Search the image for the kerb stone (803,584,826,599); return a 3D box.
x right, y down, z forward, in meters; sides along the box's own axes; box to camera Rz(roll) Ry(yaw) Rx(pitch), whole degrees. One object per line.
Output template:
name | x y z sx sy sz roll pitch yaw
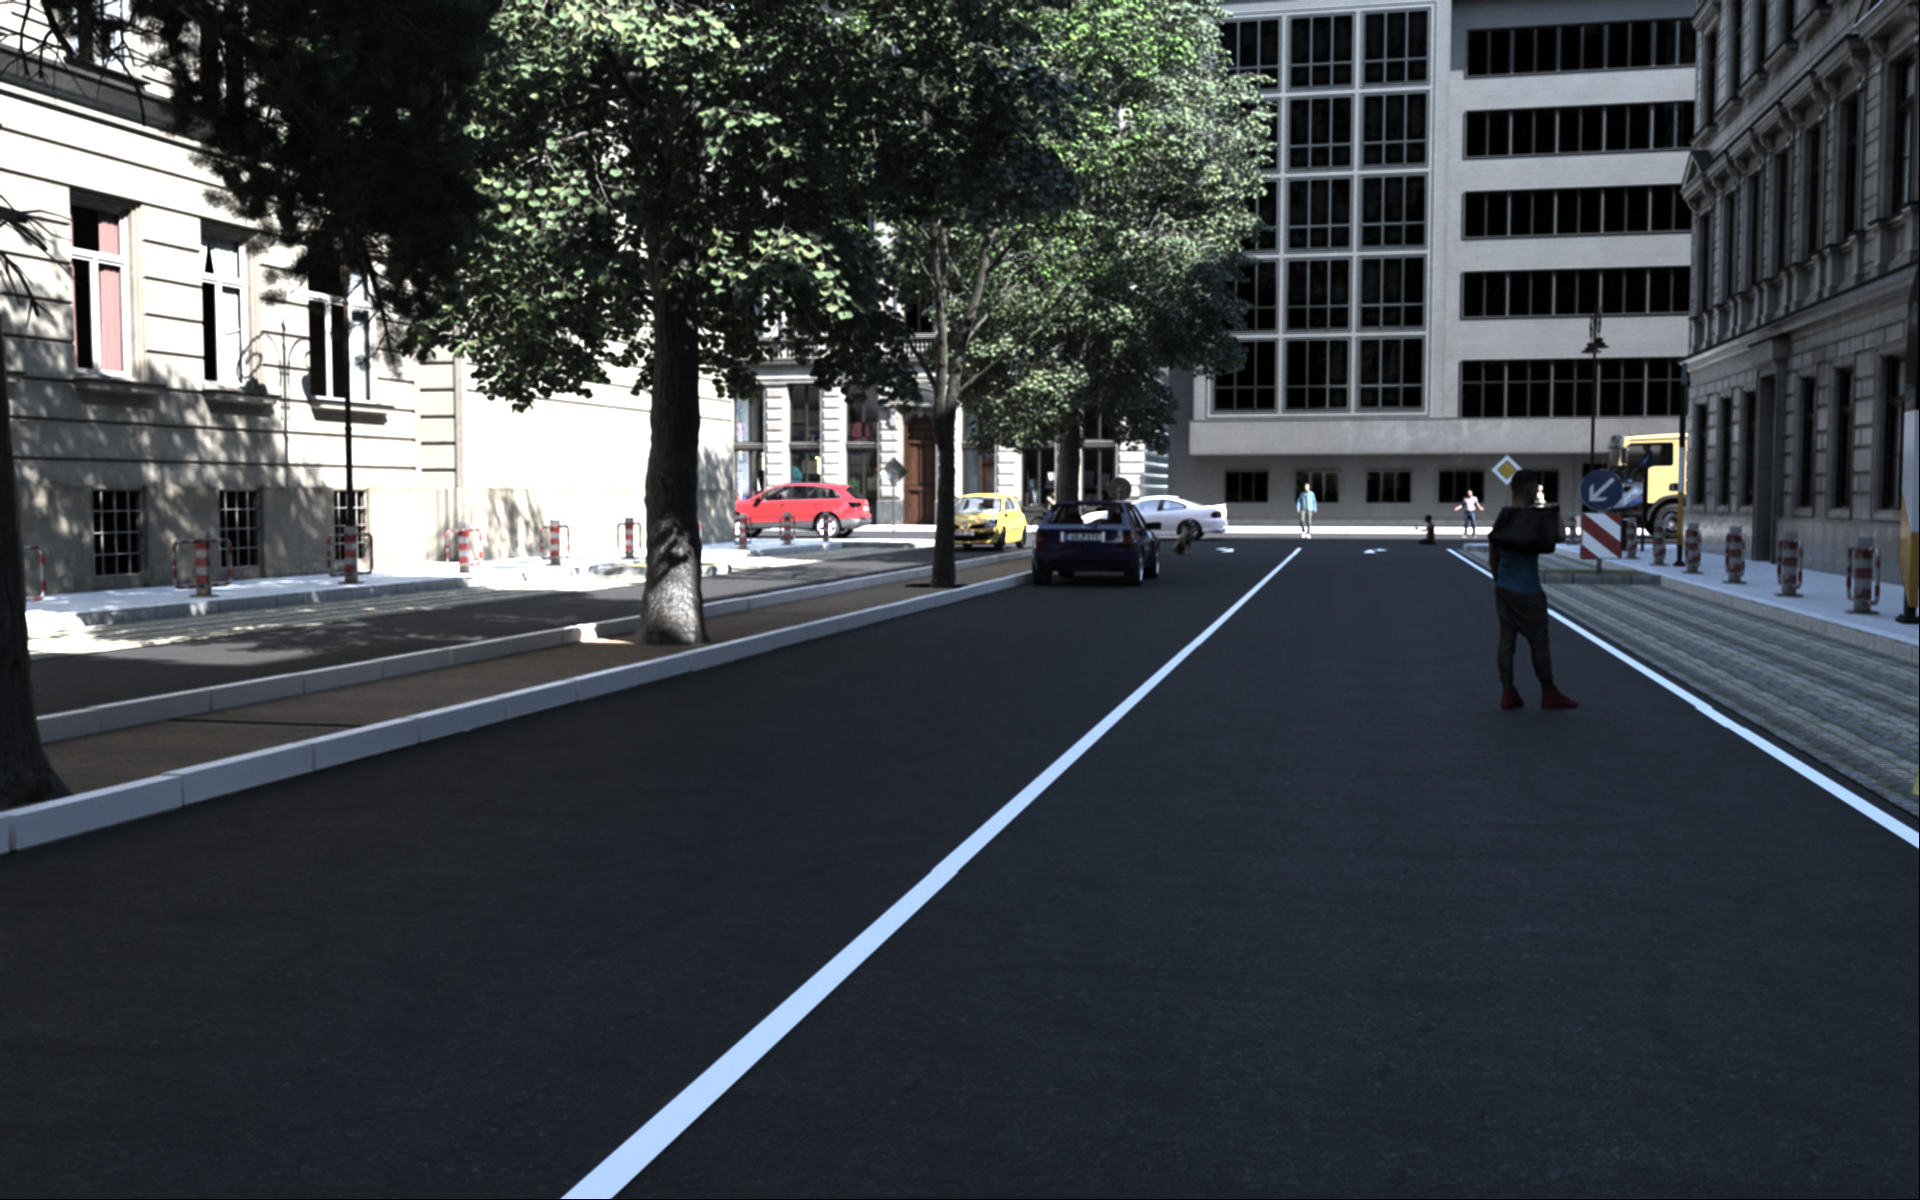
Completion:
kerb stone | -2.086 -0.103 23.887 0.120 0.150 1.000 1 4 13

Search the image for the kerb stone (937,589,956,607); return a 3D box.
kerb stone | -0.256 -0.015 22.453 0.120 0.150 1.000 1 4 13

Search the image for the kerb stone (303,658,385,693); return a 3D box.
kerb stone | -4.626 0.574 12.877 0.120 0.150 1.000 1 4 13

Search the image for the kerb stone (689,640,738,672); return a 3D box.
kerb stone | -2.105 0.474 14.442 0.120 0.150 1.000 1 4 13

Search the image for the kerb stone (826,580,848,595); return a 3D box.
kerb stone | -1.854 -0.159 24.886 0.120 0.150 1.000 1 4 13

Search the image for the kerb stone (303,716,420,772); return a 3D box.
kerb stone | -3.272 0.783 9.431 0.120 0.150 1.000 1 4 13

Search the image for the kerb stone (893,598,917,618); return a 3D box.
kerb stone | -0.724 0.112 20.457 0.120 0.150 1.000 1 4 13

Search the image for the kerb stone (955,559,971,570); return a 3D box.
kerb stone | -0.011 -0.653 32.896 0.120 0.150 1.000 1 4 13

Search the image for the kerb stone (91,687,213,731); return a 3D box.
kerb stone | -5.089 0.692 10.882 0.120 0.150 1.000 1 4 13

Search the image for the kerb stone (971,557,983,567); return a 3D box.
kerb stone | 0.229 -0.716 33.899 0.120 0.150 1.000 1 4 13

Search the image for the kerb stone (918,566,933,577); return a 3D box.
kerb stone | -0.693 -0.471 29.893 0.120 0.150 1.000 1 4 13

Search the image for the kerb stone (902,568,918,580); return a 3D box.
kerb stone | -0.927 -0.410 28.896 0.120 0.150 1.000 1 4 13

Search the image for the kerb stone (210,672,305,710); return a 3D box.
kerb stone | -4.859 0.632 11.879 0.120 0.150 1.000 1 4 13

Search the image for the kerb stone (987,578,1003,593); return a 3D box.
kerb stone | 0.441 -0.199 25.448 0.120 0.150 1.000 1 4 13

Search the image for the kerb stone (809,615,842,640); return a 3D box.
kerb stone | -1.417 0.291 17.437 0.120 0.150 1.000 1 4 13

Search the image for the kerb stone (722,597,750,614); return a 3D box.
kerb stone | -2.788 0.080 20.893 0.120 0.150 1.000 1 4 13

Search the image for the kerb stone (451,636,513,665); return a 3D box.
kerb stone | -4.163 0.449 14.896 0.120 0.150 1.000 1 4 13

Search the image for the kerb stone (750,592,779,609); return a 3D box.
kerb stone | -2.543 0.022 21.890 0.120 0.150 1.000 1 4 13

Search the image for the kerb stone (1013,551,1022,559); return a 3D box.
kerb stone | 1.143 -0.959 37.894 0.120 0.150 1.000 1 4 13

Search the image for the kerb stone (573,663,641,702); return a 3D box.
kerb stone | -2.571 0.597 12.440 0.120 0.150 1.000 1 4 13

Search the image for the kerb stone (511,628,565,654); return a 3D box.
kerb stone | -3.932 0.385 15.898 0.120 0.150 1.000 1 4 13

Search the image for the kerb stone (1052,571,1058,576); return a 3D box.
kerb stone | 1.820 -0.567 31.461 0.120 0.150 1.000 1 4 13

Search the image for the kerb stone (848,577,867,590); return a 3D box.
kerb stone | -1.630 -0.226 25.891 0.120 0.150 1.000 1 4 13

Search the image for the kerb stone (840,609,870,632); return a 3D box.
kerb stone | -1.186 0.230 18.435 0.120 0.150 1.000 1 4 13

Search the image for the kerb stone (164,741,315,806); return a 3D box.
kerb stone | -3.501 0.842 8.431 0.120 0.150 1.000 1 4 13

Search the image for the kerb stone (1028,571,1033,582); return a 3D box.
kerb stone | 1.126 -0.381 28.452 0.120 0.150 1.000 1 4 13

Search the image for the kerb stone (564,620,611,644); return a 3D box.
kerb stone | -3.699 0.326 16.896 0.120 0.150 1.000 1 4 13

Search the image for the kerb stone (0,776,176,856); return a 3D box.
kerb stone | -3.722 0.908 7.431 0.120 0.150 1.000 1 4 13

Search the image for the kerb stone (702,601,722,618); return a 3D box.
kerb stone | -3.004 0.142 19.892 0.120 0.150 1.000 1 4 13

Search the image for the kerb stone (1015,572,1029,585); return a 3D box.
kerb stone | 0.900 -0.321 27.446 0.120 0.150 1.000 1 4 13

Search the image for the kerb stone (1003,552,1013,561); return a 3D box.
kerb stone | 0.917 -0.898 36.894 0.120 0.150 1.000 1 4 13

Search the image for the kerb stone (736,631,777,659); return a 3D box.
kerb stone | -1.877 0.413 15.440 0.120 0.150 1.000 1 4 13

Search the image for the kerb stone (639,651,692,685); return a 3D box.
kerb stone | -2.341 0.539 13.438 0.120 0.150 1.000 1 4 13

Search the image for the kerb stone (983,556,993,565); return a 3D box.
kerb stone | 0.458 -0.777 34.897 0.120 0.150 1.000 1 4 13

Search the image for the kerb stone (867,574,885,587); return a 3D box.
kerb stone | -1.396 -0.287 26.889 0.120 0.150 1.000 1 4 13

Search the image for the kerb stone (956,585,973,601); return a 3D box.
kerb stone | -0.028 -0.069 23.452 0.120 0.150 1.000 1 4 13

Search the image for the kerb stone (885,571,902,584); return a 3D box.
kerb stone | -1.165 -0.348 27.893 0.120 0.150 1.000 1 4 13

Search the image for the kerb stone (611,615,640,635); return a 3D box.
kerb stone | -3.465 0.267 17.896 0.120 0.150 1.000 1 4 13

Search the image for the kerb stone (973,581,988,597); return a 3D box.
kerb stone | 0.197 -0.133 24.451 0.120 0.150 1.000 1 4 13

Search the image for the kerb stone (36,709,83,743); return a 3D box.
kerb stone | -5.313 0.758 9.875 0.120 0.150 1.000 1 4 13

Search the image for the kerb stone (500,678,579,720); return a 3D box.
kerb stone | -2.811 0.661 11.437 0.120 0.150 1.000 1 4 13

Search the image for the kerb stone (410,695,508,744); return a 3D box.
kerb stone | -3.037 0.721 10.437 0.120 0.150 1.000 1 4 13

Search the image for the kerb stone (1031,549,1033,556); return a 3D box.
kerb stone | 1.601 -1.079 39.898 0.120 0.150 1.000 1 4 13

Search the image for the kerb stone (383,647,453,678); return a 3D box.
kerb stone | -4.397 0.509 13.875 0.120 0.150 1.000 1 4 13

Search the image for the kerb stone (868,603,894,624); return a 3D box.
kerb stone | -0.955 0.169 19.446 0.120 0.150 1.000 1 4 13

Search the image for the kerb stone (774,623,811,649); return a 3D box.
kerb stone | -1.652 0.352 16.439 0.120 0.150 1.000 1 4 13

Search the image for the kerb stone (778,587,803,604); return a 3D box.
kerb stone | -2.319 -0.042 22.889 0.120 0.150 1.000 1 4 13

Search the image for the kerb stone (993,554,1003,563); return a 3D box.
kerb stone | 0.680 -0.836 35.897 0.120 0.150 1.000 1 4 13

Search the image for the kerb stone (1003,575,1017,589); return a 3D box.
kerb stone | 0.670 -0.255 26.447 0.120 0.150 1.000 1 4 13

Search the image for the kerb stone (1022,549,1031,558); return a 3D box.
kerb stone | 1.376 -1.021 38.892 0.120 0.150 1.000 1 4 13

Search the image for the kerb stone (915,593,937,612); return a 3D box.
kerb stone | -0.494 0.045 21.456 0.120 0.150 1.000 1 4 13
